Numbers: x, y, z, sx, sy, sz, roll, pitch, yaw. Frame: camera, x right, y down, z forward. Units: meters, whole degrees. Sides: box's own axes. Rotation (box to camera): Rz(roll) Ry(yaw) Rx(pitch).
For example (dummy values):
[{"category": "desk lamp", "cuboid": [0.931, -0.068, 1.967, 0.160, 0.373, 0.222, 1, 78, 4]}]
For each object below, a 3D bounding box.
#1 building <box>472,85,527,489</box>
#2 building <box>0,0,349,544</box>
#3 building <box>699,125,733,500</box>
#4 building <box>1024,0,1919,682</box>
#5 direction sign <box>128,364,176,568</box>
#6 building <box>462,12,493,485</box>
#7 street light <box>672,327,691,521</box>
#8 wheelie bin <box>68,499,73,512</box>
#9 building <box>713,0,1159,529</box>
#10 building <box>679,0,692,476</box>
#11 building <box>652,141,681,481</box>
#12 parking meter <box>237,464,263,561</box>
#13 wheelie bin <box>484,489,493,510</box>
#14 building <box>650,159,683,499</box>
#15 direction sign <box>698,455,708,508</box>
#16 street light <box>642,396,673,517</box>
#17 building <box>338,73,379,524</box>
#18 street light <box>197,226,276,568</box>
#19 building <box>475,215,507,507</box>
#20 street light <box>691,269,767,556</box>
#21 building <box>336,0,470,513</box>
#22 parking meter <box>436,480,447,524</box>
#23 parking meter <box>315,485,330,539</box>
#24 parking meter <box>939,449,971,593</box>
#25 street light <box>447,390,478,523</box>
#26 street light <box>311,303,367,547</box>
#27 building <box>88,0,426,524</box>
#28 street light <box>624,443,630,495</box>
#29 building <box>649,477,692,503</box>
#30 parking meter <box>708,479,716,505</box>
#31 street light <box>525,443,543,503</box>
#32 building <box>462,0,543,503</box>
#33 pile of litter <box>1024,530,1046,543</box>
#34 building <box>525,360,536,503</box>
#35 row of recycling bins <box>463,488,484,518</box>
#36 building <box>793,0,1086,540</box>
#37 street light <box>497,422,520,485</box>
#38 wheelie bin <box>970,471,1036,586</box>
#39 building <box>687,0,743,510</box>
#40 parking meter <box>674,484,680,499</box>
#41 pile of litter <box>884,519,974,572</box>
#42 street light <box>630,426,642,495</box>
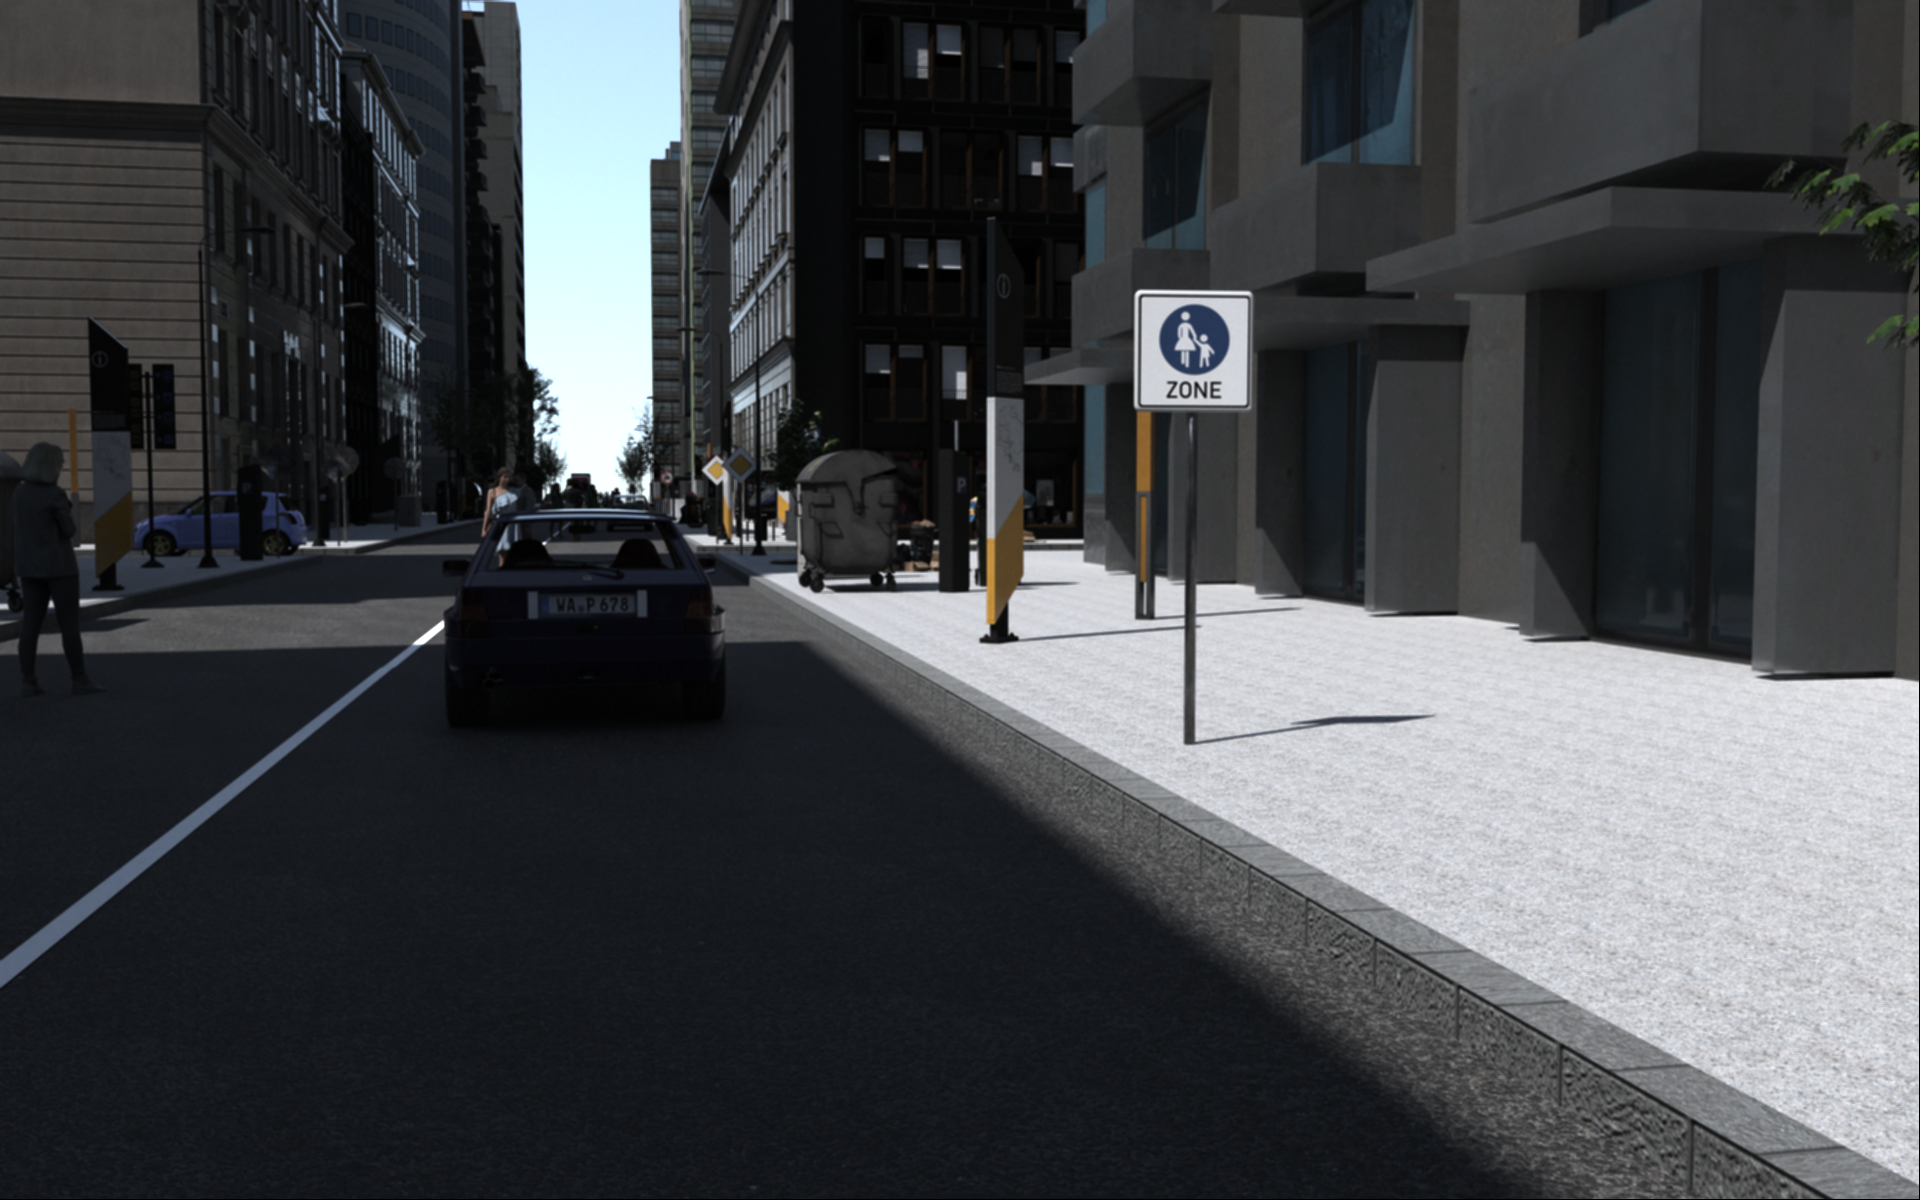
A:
[{"category": "building", "cuboid": [-63.728, -35.725, 207.807, 21.300, 48.544, 21.600, -1, 4, -12]}, {"category": "building", "cuboid": [-27.246, -15.744, 54.676, 12.463, 27.353, 25.104, -1, 4, -12]}, {"category": "building", "cuboid": [-7.728, -17.456, 104.474, 14.314, 24.678, 30.058, -1, 4, -12]}, {"category": "building", "cuboid": [14.217, -24.520, 20.505, 23.786, 49.044, 30.456, -1, 4, -12]}, {"category": "direction sign", "cuboid": [-14.129, -2.337, 30.205, 0.876, 3.537, 0.379, 0, 4, -8]}, {"category": "building", "cuboid": [-53.762, -30.551, 154.132, 22.147, 44.769, 28.867, -1, 4, -12]}, {"category": "street light", "cuboid": [-7.199, -4.638, 48.368, 1.470, 5.913, 1.316, -1, 4, -12]}, {"category": "wheelie bin", "cuboid": [-15.064, -1.268, 28.642, 0.693, 1.594, 0.980, -2, 4, -30]}, {"category": "building", "cuboid": [-1.631, -14.793, 75.148, 16.112, 22.955, 30.059, -1, 4, -12]}, {"category": "building", "cuboid": [-10.773, -34.582, 154.646, 28.713, 52.752, 27.495, -1, 4, -12]}, {"category": "building", "cuboid": [-30.389, -37.804, 237.704, 23.786, 49.044, 30.456, -1, 4, -12]}, {"category": "parking meter", "cuboid": [-13.737, -1.700, 33.504, 0.399, 1.863, 0.255, 0, 4, 5]}, {"category": "wheelie bin", "cuboid": [-28.521, -5.973, 105.573, 0.980, 1.594, 0.693, -2, 4, -27]}, {"category": "building", "cuboid": [-31.229, -32.507, 215.085, 14.154, 41.232, 14.086, -1, 4, -12]}, {"category": "direction sign", "cuboid": [-14.873, -6.676, 101.154, 0.876, 3.537, 0.379, 0, 4, -2]}, {"category": "street light", "cuboid": [-14.232, -6.731, 82.590, 1.470, 5.913, 1.316, -1, 4, -12]}, {"category": "building", "cuboid": [-32.630, -14.977, 74.552, 12.332, 23.373, 15.834, -1, 4, -12]}, {"category": "street light", "cuboid": [-12.567, -3.521, 30.109, 1.470, 5.913, 1.316, -1, 4, -12]}, {"category": "building", "cuboid": [-53.945, -24.753, 176.420, 14.160, 30.474, 14.107, -1, 4, -12]}, {"category": "street light", "cuboid": [-4.746, -3.883, 36.021, 1.470, 5.913, 1.316, -1, 4, -12]}, {"category": "building", "cuboid": [-47.970, -35.704, 125.758, 21.231, 58.520, 28.212, -1, 4, -12]}, {"category": "parking meter", "cuboid": [-22.118, -4.172, 73.922, 0.399, 1.863, 0.255, 1, 4, 19]}, {"category": "parking meter", "cuboid": [-18.126, -2.497, 49.232, 0.372, 1.533, 0.369, 0, 3, 0]}, {"category": "parking meter", "cuboid": [-0.069, -1.036, 22.645, 0.255, 1.863, 0.399, 3, 5, 40]}, {"category": "street light", "cuboid": [-22.121, -6.387, 76.976, 1.470, 5.913, 1.316, -1, 4, -12]}, {"category": "street light", "cuboid": [-15.118, -4.261, 42.203, 1.470, 5.913, 1.316, -1, 4, -12]}, {"category": "building", "cuboid": [-36.719, -18.178, 94.472, 12.463, 27.353, 25.104, -1, 4, -12]}, {"category": "street light", "cuboid": [-29.550, -11.302, 157.330, 1.470, 5.913, 1.316, -1, 4, -12]}, {"category": "building", "cuboid": [-31.346, -35.086, 265.535, 32.217, 40.220, 23.993, -1, 4, -12]}, {"category": "parking meter", "cuboid": [-8.268, -3.213, 58.248, 0.399, 1.863, 0.255, 3, 5, 41]}, {"category": "street light", "cuboid": [-37.442, -10.955, 151.656, 1.470, 5.913, 1.316, -1, 4, -12]}, {"category": "building", "cuboid": [-72.892, -50.027, 256.188, 20.563, 71.187, 20.611, -1, 4, -12]}, {"category": "pile of litter", "cuboid": [1.493, -1.945, 45.764, 1.719, 0.858, 1.176, 0, 4, -3]}, {"category": "building", "cuboid": [-71.902, -23.709, 232.688, 27.650, 21.520, 28.899, -1, 4, -12]}, {"category": "row of recycling bins", "cuboid": [-26.063, -5.242, 92.822, 1.069, 1.692, 3.534, -1, 4, -21]}, {"category": "building", "cuboid": [3.339, -13.744, 54.391, 15.834, 23.373, 12.332, -1, 4, -12]}, {"category": "street light", "cuboid": [-30.443, -8.853, 117.294, 1.470, 5.913, 1.316, -1, 4, -12]}, {"category": "wheelie bin", "cuboid": [0.572, -0.996, 24.200, 0.980, 1.594, 0.693, 0, 4, -3]}, {"category": "building", "cuboid": [-13.773, -27.486, 132.982, 14.154, 41.232, 14.086, -1, 4, -12]}, {"category": "parking meter", "cuboid": [-17.010, -6.006, 103.912, 0.399, 1.863, 0.255, -1, 4, -13]}, {"category": "pile of litter", "cuboid": [-0.586, -0.916, 28.948, 1.719, 0.858, 1.176, 1, 4, 12]}, {"category": "street light", "cuboid": [-22.473, -9.206, 123.054, 1.470, 5.913, 1.316, -1, 4, -12]}]
